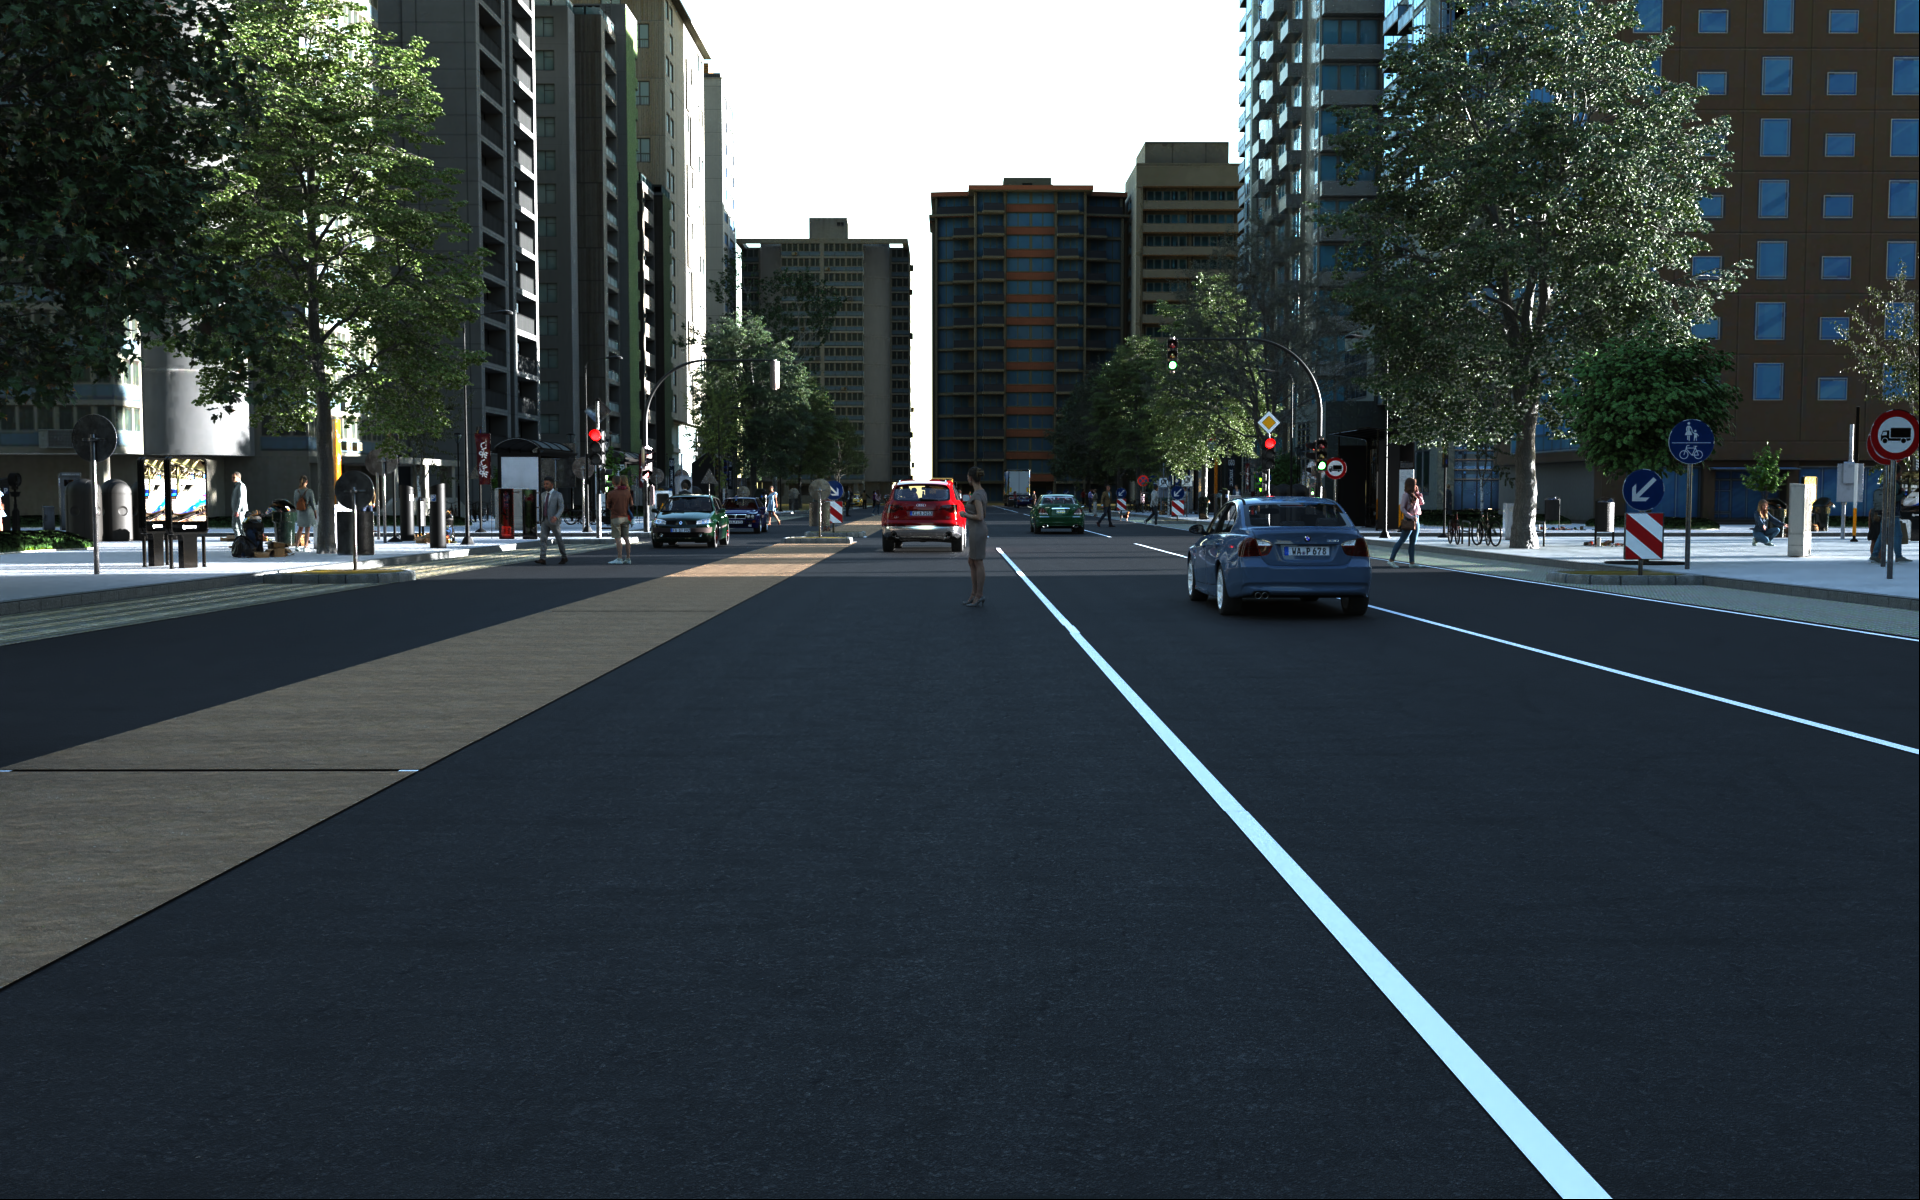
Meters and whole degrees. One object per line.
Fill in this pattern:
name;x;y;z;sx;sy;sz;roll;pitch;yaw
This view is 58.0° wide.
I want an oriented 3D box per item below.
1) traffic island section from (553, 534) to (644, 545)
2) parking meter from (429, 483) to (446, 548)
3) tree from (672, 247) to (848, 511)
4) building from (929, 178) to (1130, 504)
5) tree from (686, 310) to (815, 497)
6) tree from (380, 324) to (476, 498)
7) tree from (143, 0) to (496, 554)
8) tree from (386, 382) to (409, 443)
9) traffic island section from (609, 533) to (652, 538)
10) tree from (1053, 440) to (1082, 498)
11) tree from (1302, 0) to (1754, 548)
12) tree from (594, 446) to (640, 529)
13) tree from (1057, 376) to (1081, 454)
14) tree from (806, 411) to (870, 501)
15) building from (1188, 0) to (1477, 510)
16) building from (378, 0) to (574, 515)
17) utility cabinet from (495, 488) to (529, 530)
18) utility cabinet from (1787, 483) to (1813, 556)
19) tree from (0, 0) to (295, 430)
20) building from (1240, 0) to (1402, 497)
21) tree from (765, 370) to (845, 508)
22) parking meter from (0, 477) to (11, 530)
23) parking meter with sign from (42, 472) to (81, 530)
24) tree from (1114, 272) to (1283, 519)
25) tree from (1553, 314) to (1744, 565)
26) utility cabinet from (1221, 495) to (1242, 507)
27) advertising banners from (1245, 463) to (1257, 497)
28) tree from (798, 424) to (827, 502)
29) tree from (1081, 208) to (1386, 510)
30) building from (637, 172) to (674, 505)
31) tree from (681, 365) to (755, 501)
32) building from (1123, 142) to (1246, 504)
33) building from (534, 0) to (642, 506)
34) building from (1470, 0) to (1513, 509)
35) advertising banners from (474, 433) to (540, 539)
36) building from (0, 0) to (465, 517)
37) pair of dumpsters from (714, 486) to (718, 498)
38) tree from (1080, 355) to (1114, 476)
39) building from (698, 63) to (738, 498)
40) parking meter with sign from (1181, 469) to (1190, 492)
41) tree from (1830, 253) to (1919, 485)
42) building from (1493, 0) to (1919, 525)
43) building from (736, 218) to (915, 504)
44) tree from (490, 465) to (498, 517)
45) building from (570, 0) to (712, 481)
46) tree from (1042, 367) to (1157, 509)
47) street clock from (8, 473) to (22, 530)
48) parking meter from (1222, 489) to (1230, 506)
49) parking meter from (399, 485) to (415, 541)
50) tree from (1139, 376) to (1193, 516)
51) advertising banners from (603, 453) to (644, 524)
traffic island section;-10.556;-1.728;50.538;2.009;0.180;2.903;0;4;0
parking meter;-12.412;-2.003;41.156;0.372;1.533;0.369;0;3;0
tree;-15.352;-16.999;133.827;12.611;20.169;13.585;0;3;0
building;8.563;-35.948;242.372;28.867;44.769;22.147;0;4;0
tree;-14.180;-13.015;119.452;9.857;13.997;8.962;0;3;0
tree;-22.959;-7.541;73.654;4.360;8.622;3.978;0;3;0
tree;-14.100;-7.281;37.170;7.486;12.596;7.792;0;3;0
tree;-34.038;-9.118;99.438;4.737;8.622;4.395;0;3;0
traffic island section;-10.607;-2.217;58.523;2.009;0.180;2.903;0;4;0
tree;11.598;-13.867;177.089;4.737;8.622;4.395;0;3;0
tree;13.297;-8.203;40.769;9.857;13.997;8.962;0;3;0
tree;-12.839;-4.206;63.376;1.663;3.219;1.824;0;3;0
tree;12.825;-13.958;138.586;12.009;13.543;11.850;0;3;0
tree;-14.146;-16.541;204.861;7.601;10.594;8.767;-1;4;-14
building;37.127;-52.952;178.436;22.319;86.520;31.000;0;4;0
building;-36.789;-41.241;112.549;20.563;71.187;20.611;0;4;0
utility cabinet;-15.965;-3.244;61.724;1.173;1.500;0.318;0;4;8
utility cabinet;17.256;-1.643;35.547;0.318;1.500;1.173;2;4;32
tree;-12.915;-6.369;21.135;9.611;12.733;9.660;0;3;0
building;37.459;-32.345;148.450;23.786;49.044;30.456;0;4;0
tree;-13.955;-14.470;154.703;7.486;12.596;7.792;0;3;0
parking meter;-33.496;-3.358;60.615;0.255;1.863;0.399;1;4;16
parking meter with sign;-31.548;-3.981;61.352;1.738;3.016;0.543;-3;4;-37
tree;12.753;-10.421;88.512;7.486;12.596;7.792;0;3;0
tree;12.547;-2.937;31.732;4.285;4.588;4.351;0;3;0
utility cabinet;13.711;-4.676;87.609;1.020;1.237;0.306;0;4;-5
advertising banners;16.522;-6.201;97.576;0.090;3.025;2.074;-1;4;-16
tree;-14.621;-13.567;172.184;4.737;8.622;4.395;0;3;0
tree;13.030;-9.998;73.834;12.009;13.543;11.850;0;3;0
building;-33.851;-23.444;155.006;14.160;30.474;14.107;0;4;0
tree;-13.611;-9.028;97.965;4.737;8.622;4.395;0;3;0
building;33.804;-37.765;241.159;21.600;48.544;21.300;0;4;0
building;-34.175;-27.927;140.205;14.154;41.232;14.086;0;4;0
building;36.494;-48.927;112.625;22.319;86.520;31.000;0;4;0
advertising banners;-12.907;-3.251;49.339;2.074;3.025;0.090;1;4;17
building;-42.017;-23.935;83.215;32.217;40.220;23.993;0;4;0
pair of dumpsters;-16.437;-6.619;110.708;1.574;2.255;4.437;0;4;0
tree;12.330;-12.560;123.485;7.486;12.596;7.792;0;3;0
building;-45.483;-42.708;240.273;28.212;58.520;21.231;0;4;0
parking meter with sign;15.281;-7.400;117.243;0.543;3.016;1.738;-1;4;-21
tree;24.129;-5.648;42.715;4.360;8.622;3.978;0;3;0
building;33.579;-26.166;77.930;14.200;45.320;14.600;0;4;0
building;-18.670;-33.915;246.384;23.993;40.220;32.217;0;4;0
tree;-26.201;-6.396;99.184;1.663;3.219;1.824;0;3;0
building;-41.336;-36.144;180.195;27.495;52.752;28.713;0;4;0
tree;12.716;-14.350;151.626;9.611;12.733;9.660;0;3;0
street clock;-32.090;-3.319;58.833;0.358;2.002;0.471;0;4;1
parking meter;12.968;-4.656;84.543;0.372;1.533;0.369;0;3;0
parking meter;-15.155;-2.389;47.464;0.372;1.533;0.369;0;3;0
tree;12.314;-9.263;101.813;4.737;8.622;4.395;0;3;0
advertising banners;-14.314;-4.789;74.494;2.074;3.025;0.090;0;4;1
